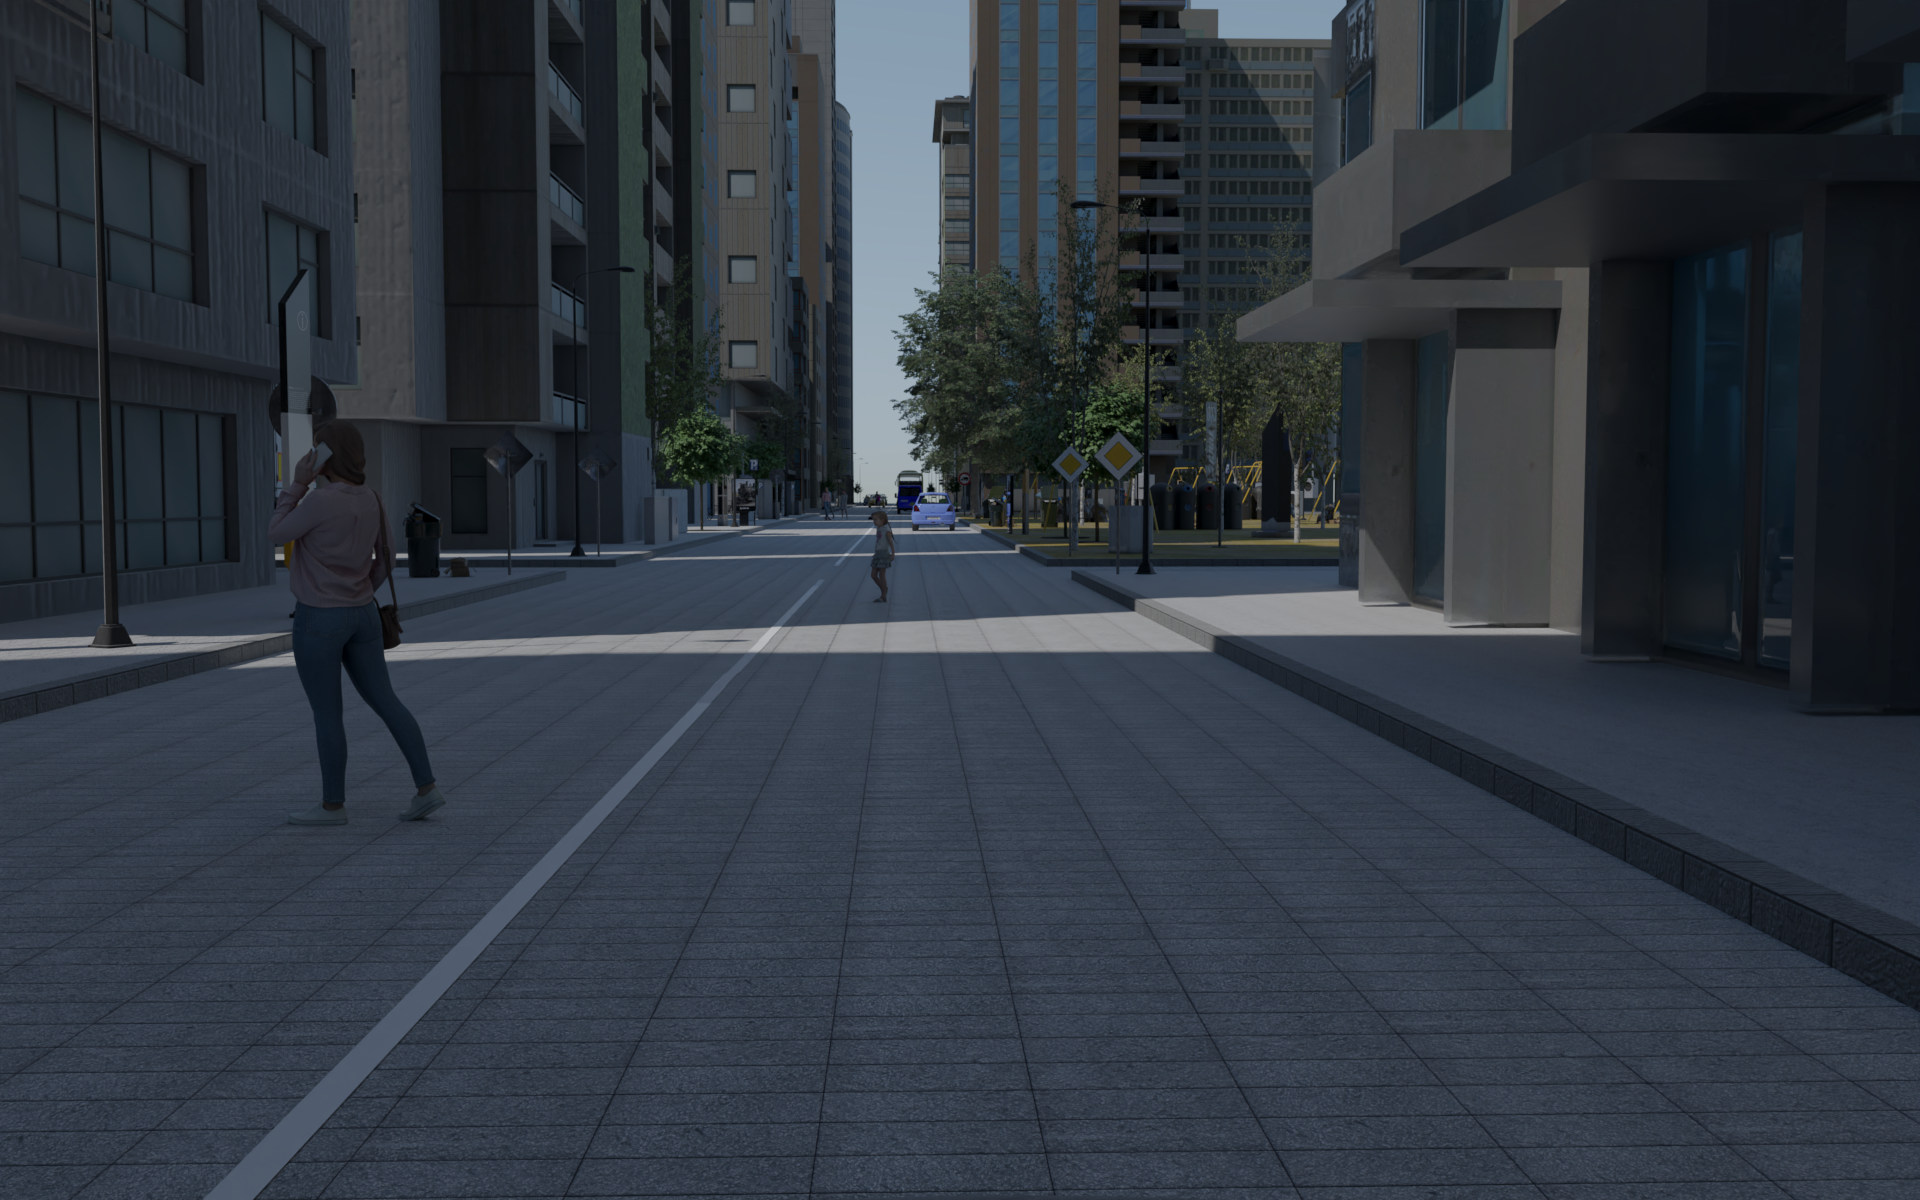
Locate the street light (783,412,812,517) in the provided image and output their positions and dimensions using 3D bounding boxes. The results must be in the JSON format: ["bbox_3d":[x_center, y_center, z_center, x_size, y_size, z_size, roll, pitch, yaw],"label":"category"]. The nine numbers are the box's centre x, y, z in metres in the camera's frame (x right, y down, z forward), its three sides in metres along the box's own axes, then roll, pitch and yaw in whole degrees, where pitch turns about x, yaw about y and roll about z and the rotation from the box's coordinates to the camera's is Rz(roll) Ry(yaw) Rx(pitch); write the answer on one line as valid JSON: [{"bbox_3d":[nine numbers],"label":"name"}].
[{"bbox_3d":[-9.318,-7.679,98.086,1.470,5.913,1.316,0,4,-2],"label":"street light"}]

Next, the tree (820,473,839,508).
[{"bbox_3d":[-11.960,-10.102,159.772,1.663,3.219,1.824,0,3,0],"label":"tree"}]

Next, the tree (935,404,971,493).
[{"bbox_3d":[1.610,-9.842,111.273,4.737,8.622,4.395,0,3,0],"label":"tree"}]

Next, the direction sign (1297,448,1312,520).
[{"bbox_3d":[16.788,-5.661,84.551,0.876,3.537,0.379,-2,4,-28],"label":"direction sign"}]

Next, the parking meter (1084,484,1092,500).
[{"bbox_3d":[7.184,-5.580,96.942,0.399,1.863,0.255,-1,4,-8],"label":"parking meter"}]

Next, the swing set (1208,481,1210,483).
[{"bbox_3d":[16.188,-6.103,97.400,2.862,2.851,3.119,-2,4,-26],"label":"swing set"}]

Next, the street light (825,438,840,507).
[{"bbox_3d":[-10.760,-10.415,142.831,1.470,5.913,1.316,0,4,-2],"label":"street light"}]

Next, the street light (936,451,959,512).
[{"bbox_3d":[-0.767,-9.230,123.459,1.470,5.913,1.316,0,4,-2],"label":"street light"}]

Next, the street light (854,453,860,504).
[{"bbox_3d":[-12.331,-13.591,194.759,1.470,5.913,1.316,0,4,-2],"label":"street light"}]

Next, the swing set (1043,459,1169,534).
[{"bbox_3d":[4.738,-3.635,57.051,3.119,2.851,2.862,-1,4,-21],"label":"swing set"}]

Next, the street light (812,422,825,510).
[{"bbox_3d":[-9.655,-8.529,111.995,1.470,5.913,1.316,0,4,-2],"label":"street light"}]

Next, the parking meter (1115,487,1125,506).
[{"bbox_3d":[5.721,-3.275,61.957,0.372,1.533,0.369,0,3,0],"label":"parking meter"}]

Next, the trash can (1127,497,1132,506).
[{"bbox_3d":[8.839,-4.875,91.355,0.748,1.137,0.748,0,3,0],"label":"trash can"}]

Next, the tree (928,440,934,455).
[{"bbox_3d":[-1.704,-15.004,195.672,4.737,8.622,4.395,0,3,0],"label":"tree"}]

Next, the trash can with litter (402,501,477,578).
[{"bbox_3d":[-8.058,-0.943,26.811,1.055,1.170,0.624,-1,4,-23],"label":"trash can with litter"}]

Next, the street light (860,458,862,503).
[{"bbox_3d":[-13.323,-15.478,225.598,1.470,5.913,1.316,0,4,-2],"label":"street light"}]

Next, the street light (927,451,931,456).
[{"bbox_3d":[-2.792,-13.101,186.736,1.470,5.913,1.316,0,4,-2],"label":"street light"}]

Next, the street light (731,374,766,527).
[{"bbox_3d":[-8.189,-5.777,67.001,1.470,5.913,1.316,0,4,-2],"label":"street light"}]

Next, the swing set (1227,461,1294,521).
[{"bbox_3d":[14.472,-5.260,83.620,2.862,2.851,3.119,0,4,3],"label":"swing set"}]

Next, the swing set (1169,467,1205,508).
[{"bbox_3d":[13.493,-6.423,102.634,2.862,2.851,3.119,-2,4,-26],"label":"swing set"}]

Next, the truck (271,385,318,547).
[{"bbox_3d":[-17.519,-2.562,30.807,11.283,4.237,2.839,0,4,-4],"label":"truck"}]

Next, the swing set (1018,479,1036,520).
[{"bbox_3d":[4.806,-5.423,86.285,2.862,2.851,3.119,-1,4,-22],"label":"swing set"}]

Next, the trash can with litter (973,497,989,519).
[{"bbox_3d":[1.214,-4.813,90.083,1.055,1.170,0.624,-1,4,-14],"label":"trash can with litter"}]

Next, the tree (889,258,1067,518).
[{"bbox_3d":[0.938,-11.476,94.282,9.857,13.997,8.962,0,3,0],"label":"tree"}]

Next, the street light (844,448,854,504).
[{"bbox_3d":[-11.683,-12.302,173.673,1.470,5.913,1.316,0,4,-2],"label":"street light"}]

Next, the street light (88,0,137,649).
[{"bbox_3d":[-6.572,-2.558,14.368,1.470,5.913,1.316,0,4,-2],"label":"street light"}]

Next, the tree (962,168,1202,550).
[{"bbox_3d":[2.475,-5.445,39.388,4.360,8.622,3.978,0,3,0],"label":"tree"}]

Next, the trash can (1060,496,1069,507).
[{"bbox_3d":[6.521,-5.921,108.457,0.748,1.137,0.748,0,3,0],"label":"trash can"}]

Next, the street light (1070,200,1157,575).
[{"bbox_3d":[2.438,-3.366,27.569,1.470,5.913,1.316,0,4,-2],"label":"street light"}]

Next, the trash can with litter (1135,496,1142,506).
[{"bbox_3d":[9.504,-5.020,93.457,0.624,1.170,1.055,0,4,4],"label":"trash can with litter"}]

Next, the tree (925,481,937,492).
[{"bbox_3d":[-4.569,-16.440,263.397,1.663,3.219,1.824,0,3,0],"label":"tree"}]

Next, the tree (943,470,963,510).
[{"bbox_3d":[-0.593,-8.914,140.342,1.663,3.219,1.824,0,3,0],"label":"tree"}]

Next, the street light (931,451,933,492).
[{"bbox_3d":[-1.640,-11.142,154.717,1.470,5.913,1.316,0,4,-2],"label":"street light"}]

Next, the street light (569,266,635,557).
[{"bbox_3d":[-7.311,-3.846,35.425,1.470,5.913,1.316,0,4,-2],"label":"street light"}]

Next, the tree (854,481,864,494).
[{"bbox_3d":[-14.579,-15.506,248.130,1.663,3.219,1.824,0,3,0],"label":"tree"}]

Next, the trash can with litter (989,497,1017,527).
[{"bbox_3d":[1.821,-3.613,70.457,0.624,1.170,1.055,-2,4,-28],"label":"trash can with litter"}]

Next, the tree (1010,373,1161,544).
[{"bbox_3d":[3.150,-4.073,50.301,4.285,4.588,4.351,0,3,0],"label":"tree"}]

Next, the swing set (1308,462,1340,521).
[{"bbox_3d":[17.993,-5.067,80.458,2.862,2.851,3.119,-1,4,-9],"label":"swing set"}]

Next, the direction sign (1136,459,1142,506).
[{"bbox_3d":[6.112,-4.137,59.630,0.379,3.537,0.876,-1,4,-14],"label":"direction sign"}]

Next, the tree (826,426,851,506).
[{"bbox_3d":[-13.497,-14.447,186.572,4.360,8.622,3.978,0,3,0],"label":"tree"}]
